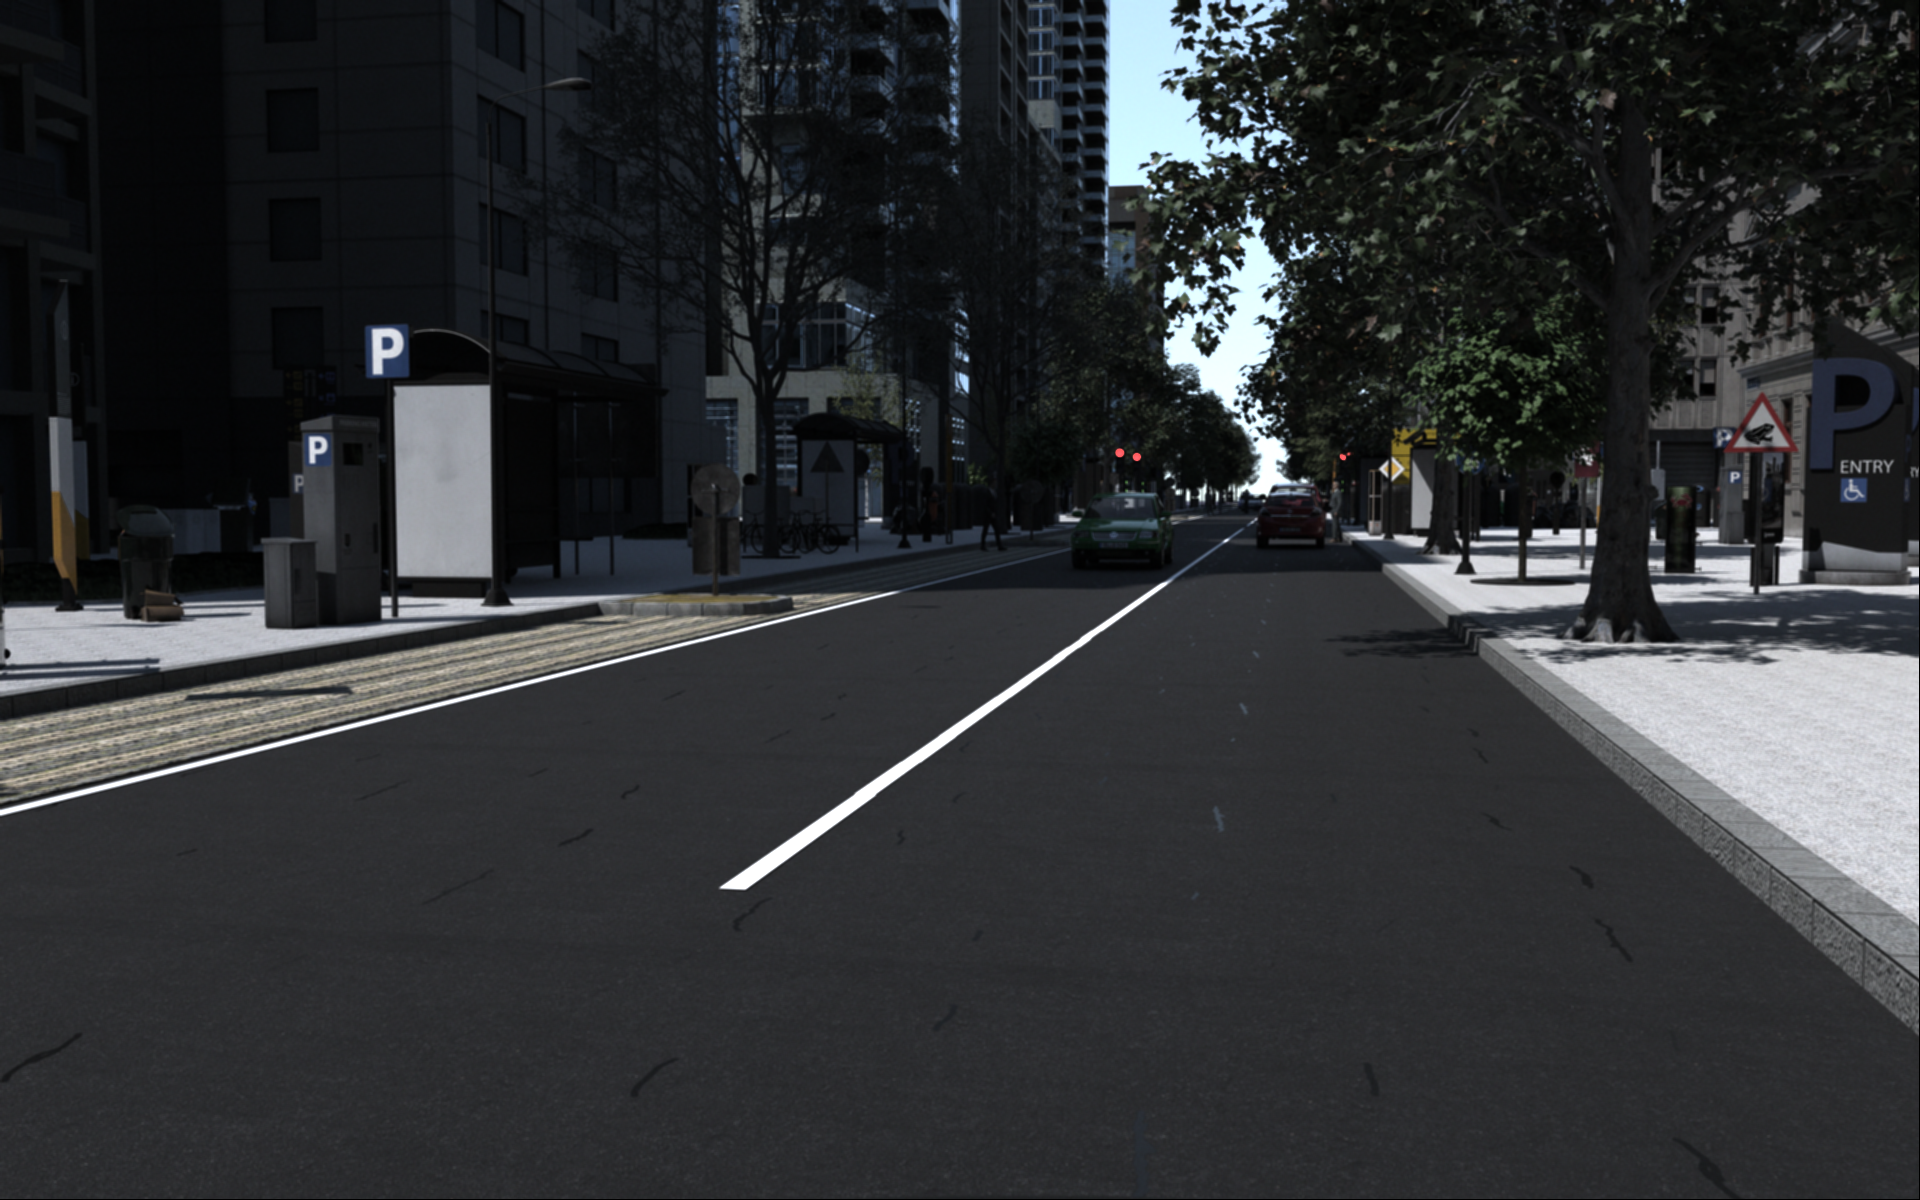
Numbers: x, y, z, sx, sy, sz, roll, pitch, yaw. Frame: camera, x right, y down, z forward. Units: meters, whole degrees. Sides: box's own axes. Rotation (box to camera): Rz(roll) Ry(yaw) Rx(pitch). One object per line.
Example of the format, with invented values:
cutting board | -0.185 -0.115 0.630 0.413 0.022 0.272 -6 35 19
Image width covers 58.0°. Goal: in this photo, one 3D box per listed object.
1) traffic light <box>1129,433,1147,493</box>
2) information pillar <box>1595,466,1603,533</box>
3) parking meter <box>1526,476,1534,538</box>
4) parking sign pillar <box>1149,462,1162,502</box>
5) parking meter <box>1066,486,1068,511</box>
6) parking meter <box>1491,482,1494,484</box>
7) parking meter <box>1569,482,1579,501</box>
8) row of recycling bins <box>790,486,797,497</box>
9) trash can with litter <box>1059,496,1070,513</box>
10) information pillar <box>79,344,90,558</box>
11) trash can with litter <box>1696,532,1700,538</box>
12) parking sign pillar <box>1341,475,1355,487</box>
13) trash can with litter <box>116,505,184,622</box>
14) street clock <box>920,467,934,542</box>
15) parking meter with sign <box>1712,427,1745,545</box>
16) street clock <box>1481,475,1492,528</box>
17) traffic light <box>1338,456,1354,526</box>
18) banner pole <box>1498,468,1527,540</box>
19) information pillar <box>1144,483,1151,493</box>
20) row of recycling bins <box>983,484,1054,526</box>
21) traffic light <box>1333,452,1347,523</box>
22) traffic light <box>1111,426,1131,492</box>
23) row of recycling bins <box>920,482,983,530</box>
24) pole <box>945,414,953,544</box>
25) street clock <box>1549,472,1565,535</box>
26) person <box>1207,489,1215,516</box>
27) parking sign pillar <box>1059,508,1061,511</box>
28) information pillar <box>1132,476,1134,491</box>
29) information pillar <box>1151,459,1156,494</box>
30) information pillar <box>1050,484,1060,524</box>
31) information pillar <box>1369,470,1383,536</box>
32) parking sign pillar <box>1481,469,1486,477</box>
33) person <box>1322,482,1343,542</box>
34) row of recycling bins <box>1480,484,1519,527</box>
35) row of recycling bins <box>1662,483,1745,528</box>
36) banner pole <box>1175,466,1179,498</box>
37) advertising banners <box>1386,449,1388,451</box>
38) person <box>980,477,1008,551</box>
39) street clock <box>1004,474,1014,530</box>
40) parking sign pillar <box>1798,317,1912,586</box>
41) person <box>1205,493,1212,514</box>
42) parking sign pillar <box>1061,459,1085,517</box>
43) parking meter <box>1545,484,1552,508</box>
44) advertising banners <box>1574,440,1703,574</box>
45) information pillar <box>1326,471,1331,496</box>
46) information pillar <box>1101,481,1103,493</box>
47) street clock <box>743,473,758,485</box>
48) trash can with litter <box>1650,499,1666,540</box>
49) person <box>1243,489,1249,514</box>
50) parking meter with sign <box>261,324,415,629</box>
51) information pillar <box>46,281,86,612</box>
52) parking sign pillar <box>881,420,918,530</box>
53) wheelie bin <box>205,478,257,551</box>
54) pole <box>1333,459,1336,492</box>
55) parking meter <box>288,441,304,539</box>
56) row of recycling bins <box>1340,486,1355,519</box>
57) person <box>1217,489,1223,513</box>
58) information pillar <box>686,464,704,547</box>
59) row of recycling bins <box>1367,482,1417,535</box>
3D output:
traffic light | 8.160 -5.542 79.536 0.839 4.253 0.868 1 4 11
information pillar | 21.138 -4.009 56.905 0.504 3.616 0.183 -2 4 -34
parking meter | 16.605 -2.757 50.796 0.255 1.863 0.399 -1 4 -13
parking sign pillar | 14.731 -8.790 132.189 1.447 3.967 1.447 -1 4 -13
parking meter | 7.717 -7.406 126.794 0.399 1.863 0.255 2 4 26
parking meter | 23.145 -4.287 75.796 0.399 1.863 0.255 -2 4 -32
parking meter | 30.272 -4.875 85.410 0.399 1.863 0.255 2 4 27
row of recycling bins | -8.677 -4.892 87.093 3.534 1.692 1.069 -2 4 -26
trash can with litter | 7.174 -6.713 120.817 1.678 1.210 2.233 -2 4 -33
information pillar | -13.893 -2.185 27.082 0.504 3.616 0.183 0 4 -2
trash can with litter | 21.104 -2.408 50.750 1.055 1.170 0.624 -1 4 -20
parking sign pillar | 29.616 -8.799 132.327 1.447 3.967 1.447 -2 4 -31
trash can with litter | -8.224 -0.390 17.765 0.624 1.170 1.055 -3 5 -41
street clock | -0.883 -2.557 46.382 0.358 2.002 0.471 -1 4 -21
parking meter with sign | 19.779 -2.948 44.453 0.543 3.016 1.738 1 4 10
street clock | 19.791 -3.707 65.181 0.358 2.002 0.471 3 5 42
traffic light | 15.705 -4.958 69.979 0.839 4.253 0.868 1 4 11
banner pole | 15.411 -3.564 48.284 0.863 3.779 0.401 3 4 36
information pillar | 11.913 -6.460 110.115 0.304 2.012 0.304 3 5 41
row of recycling bins | 2.099 -3.844 69.970 3.534 1.692 1.069 -1 4 -14
traffic light | 17.210 -5.437 77.821 0.839 4.253 0.868 1 4 11
traffic light | 6.655 -5.063 71.693 0.839 4.253 0.868 1 4 11
row of recycling bins | -0.427 -3.367 62.156 1.069 1.692 3.534 1 4 22
pole | -0.281 -3.091 44.381 0.158 3.312 0.155 0 3 0
street clock | 18.785 -3.055 54.522 0.471 2.002 0.358 1 4 15
person | 16.494 -6.422 113.769 0.573 1.790 0.520 1 4 12
parking sign pillar | 8.395 -8.871 133.505 1.447 3.967 1.447 -3 5 -40
information pillar | 11.502 -7.578 115.248 0.183 3.616 0.504 1 4 11
information pillar | 12.370 -7.314 110.936 0.183 3.616 0.504 -2 4 -31
information pillar | 4.012 -4.205 73.252 0.304 2.012 0.304 2 4 29
information pillar | 12.769 -2.980 53.208 0.304 2.012 0.304 -1 4 -11
parking sign pillar | 31.273 -7.115 104.799 1.447 3.967 1.447 -1 4 -12
person | 11.083 -2.614 51.417 0.590 1.801 0.661 0 4 -1
row of recycling bins | 20.559 -3.757 68.545 3.534 1.692 1.069 1 4 18
row of recycling bins | 28.620 -3.602 66.001 3.534 1.692 1.069 2 4 33
banner pole | 17.294 -9.075 138.392 0.401 3.779 0.863 -1 4 -15
advertising banners | 16.335 -4.261 65.862 0.090 3.025 2.074 0 4 6
person | 0.832 -2.142 43.300 0.755 1.850 0.659 3 4 38
street clock | 1.720 -3.515 62.034 0.358 2.002 0.471 3 4 39
parking sign pillar | 12.845 -2.220 24.767 1.447 3.967 1.447 3 5 40
person | 18.109 -7.046 126.303 0.503 1.515 0.523 0 4 -6
parking sign pillar | 6.663 -6.641 97.054 1.447 3.967 1.447 0 4 -8
parking meter | 33.989 -5.770 100.052 0.399 1.863 0.255 1 4 14
advertising banners | 10.896 -1.946 28.011 2.074 3.025 0.090 1 4 17
information pillar | 31.277 -9.522 147.042 0.183 3.616 0.504 -3 5 -40
information pillar | 8.091 -5.694 97.585 0.304 2.012 0.304 0 4 -7
street clock | -7.370 -3.444 60.881 0.471 2.002 0.358 -2 4 -29
trash can with litter | 19.568 -2.284 48.734 1.055 1.170 0.624 1 4 23
person | 21.092 -7.282 127.745 0.473 1.802 0.592 2 4 32
parking meter with sign | -6.159 -1.278 17.163 0.543 3.016 1.738 1 4 20
information pillar | -9.791 -1.684 18.880 0.183 3.616 0.504 -1 4 -10
parking sign pillar | -2.174 -4.561 63.039 1.447 3.967 1.447 -3 5 -39
wheelie bin | -13.958 -1.549 33.236 0.980 1.594 0.693 0 4 -8
pole | 21.481 -6.456 99.406 0.158 3.312 0.155 0 3 0
parking meter | -7.216 -0.828 19.243 0.399 1.863 0.255 2 4 27
row of recycling bins | 20.912 -5.085 90.257 1.069 1.692 3.534 -2 4 -27
person | 19.301 -7.344 128.591 0.388 1.821 0.555 -2 4 -24
information pillar | -6.422 -2.296 42.039 0.304 2.012 0.304 -3 5 -39
row of recycling bins | 14.031 -2.966 55.605 1.069 1.692 3.534 -1 4 -10
